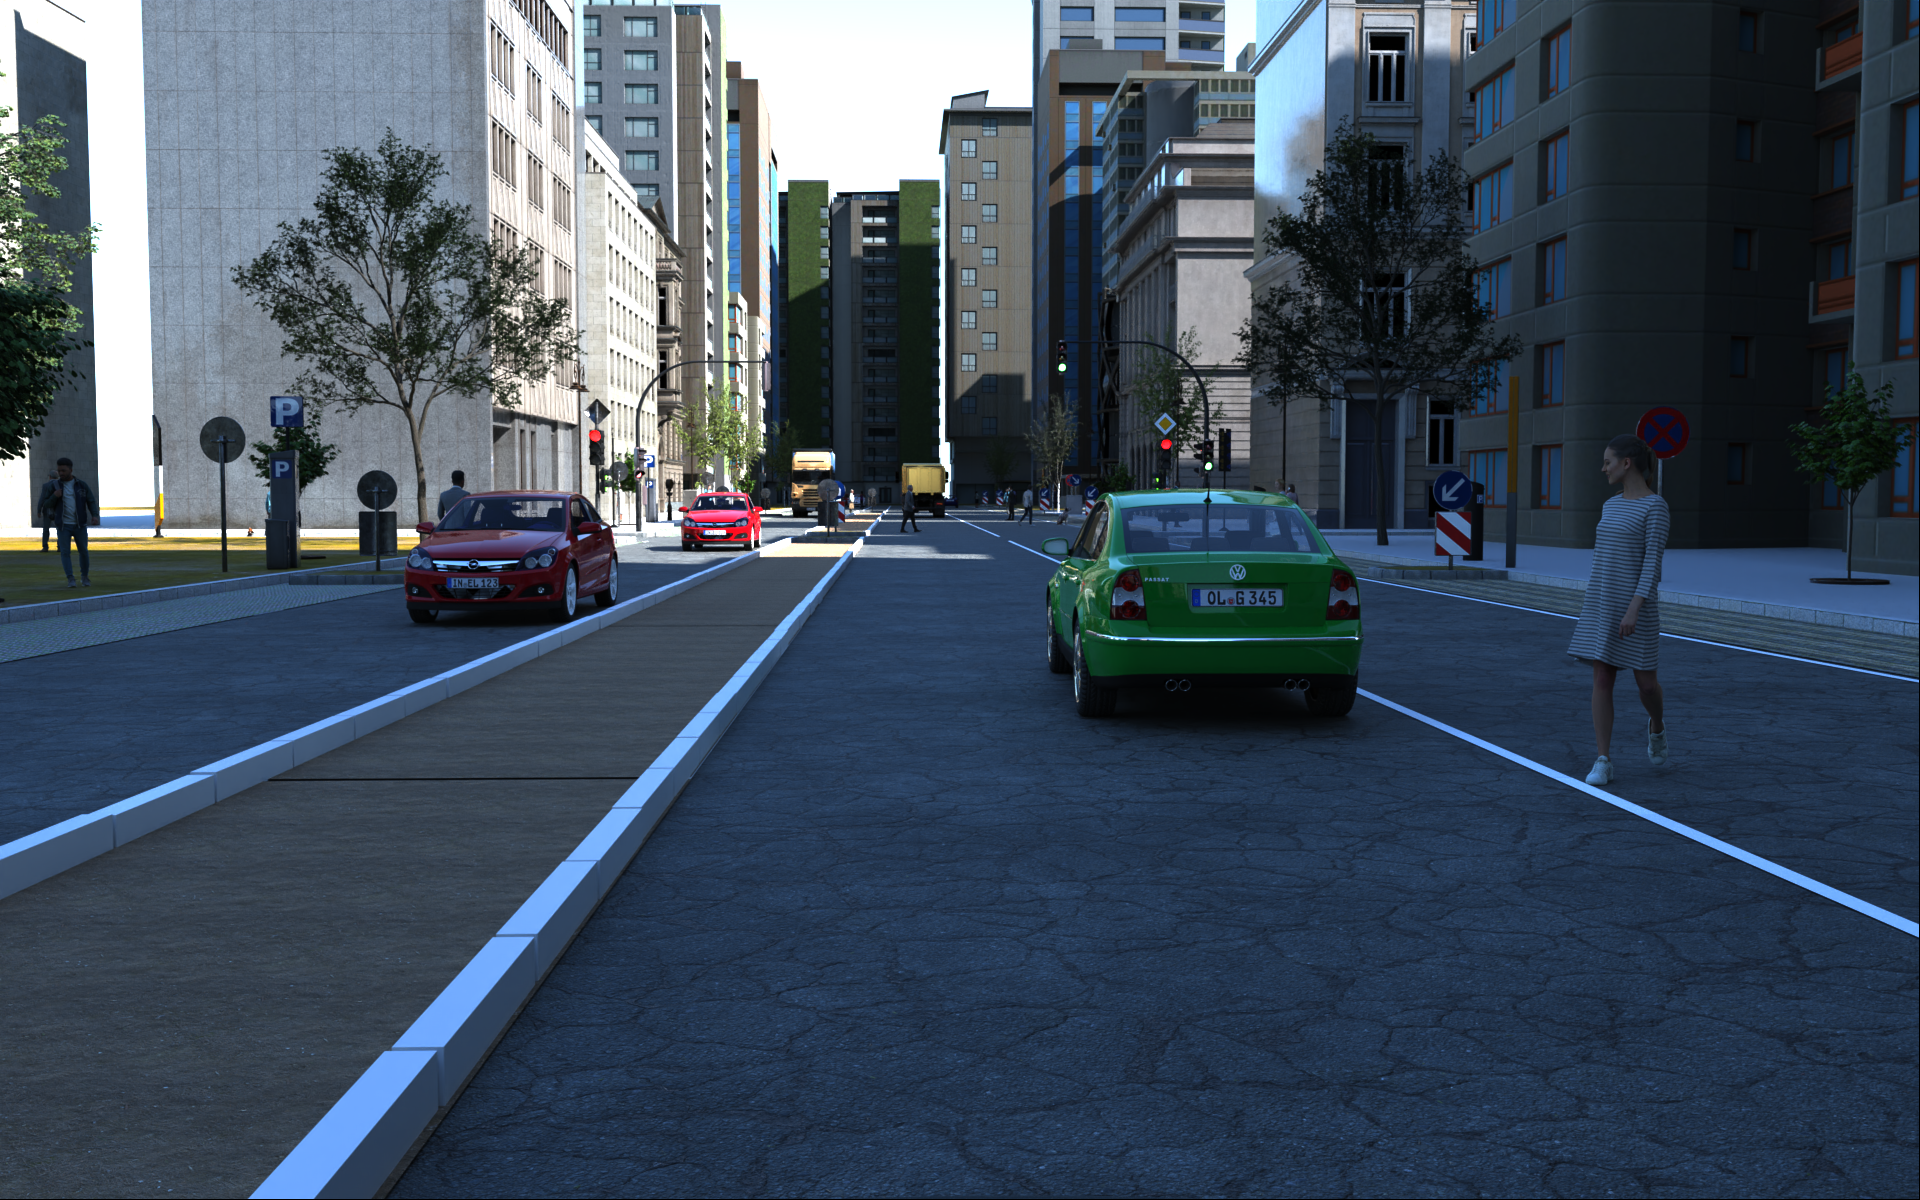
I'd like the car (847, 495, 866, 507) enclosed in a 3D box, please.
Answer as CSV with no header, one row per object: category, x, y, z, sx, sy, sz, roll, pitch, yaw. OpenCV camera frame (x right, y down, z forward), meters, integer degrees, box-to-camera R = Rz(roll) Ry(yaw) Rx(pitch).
car,-11.469,-11.015,192.452,2.083,1.381,4.827,0,4,0

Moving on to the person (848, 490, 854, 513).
person,-8.133,-7.358,129.294,0.515,1.767,0.782,0,4,6

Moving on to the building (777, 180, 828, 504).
building,-23.742,-33.267,227.512,14.086,41.232,14.154,0,4,-2

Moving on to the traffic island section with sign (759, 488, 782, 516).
traffic island section with sign,-12.463,-6.291,111.487,1.989,1.847,2.006,0,4,-2

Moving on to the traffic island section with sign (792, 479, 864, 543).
traffic island section with sign,-3.954,-2.655,51.549,2.006,1.907,1.989,0,4,-2

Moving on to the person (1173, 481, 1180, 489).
person,8.414,-3.722,67.087,0.419,1.800,0.721,1,4,9

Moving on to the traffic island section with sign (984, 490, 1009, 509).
traffic island section with sign,3.537,-9.342,161.375,1.989,1.847,2.006,0,4,-2

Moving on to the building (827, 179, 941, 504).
building,-9.637,-33.246,227.173,14.086,41.232,14.154,0,4,-2

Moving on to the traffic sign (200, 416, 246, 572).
traffic sign,-12.105,-1.733,28.441,0.768,2.556,0.104,0,4,3

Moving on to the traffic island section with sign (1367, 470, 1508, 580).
traffic island section with sign,8.108,-1.291,29.732,1.989,1.847,2.006,0,4,-2

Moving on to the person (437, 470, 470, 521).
person,-7.659,-1.074,26.329,0.678,1.792,0.850,1,4,13

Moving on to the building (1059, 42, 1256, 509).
building,25.521,-28.234,153.511,32.217,40.220,23.993,0,4,-2

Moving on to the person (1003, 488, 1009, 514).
person,3.367,-6.971,122.341,0.638,1.841,0.748,1,4,13

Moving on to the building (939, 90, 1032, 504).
building,11.170,-39.487,234.854,27.495,52.752,28.713,0,4,-2

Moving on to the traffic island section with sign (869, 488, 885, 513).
traffic island section with sign,-6.819,-7.701,134.045,2.006,1.907,1.989,0,4,-2

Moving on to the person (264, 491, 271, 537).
person,-20.966,-2.711,52.852,0.660,1.820,0.620,1,4,17

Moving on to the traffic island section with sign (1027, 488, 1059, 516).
traffic island section with sign,5.267,-6.281,111.326,1.989,1.847,2.006,0,4,-2

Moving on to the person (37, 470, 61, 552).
person,-20.076,-1.961,38.286,0.590,1.801,0.661,3,5,39

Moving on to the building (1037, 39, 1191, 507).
building,15.130,-31.943,172.381,14.600,45.320,14.200,0,4,-2

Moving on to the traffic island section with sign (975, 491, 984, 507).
traffic island section with sign,2.597,-10.991,188.336,1.989,1.847,2.006,0,4,-2

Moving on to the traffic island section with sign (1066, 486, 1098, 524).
traffic island section with sign,6.215,-4.626,84.265,1.989,1.847,2.006,0,4,-2

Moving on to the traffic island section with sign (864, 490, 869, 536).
traffic island section with sign,-4.201,-3.108,58.952,2.006,1.907,1.989,0,4,-2

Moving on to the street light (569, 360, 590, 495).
street light,-12.963,-5.279,59.103,0.468,5.910,1.993,0,4,-2

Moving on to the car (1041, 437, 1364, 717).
car,1.609,-0.228,12.524,1.959,1.807,4.718,0,4,-1

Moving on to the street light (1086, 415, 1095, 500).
street light,7.641,-7.879,101.605,0.468,5.910,1.993,0,4,-2

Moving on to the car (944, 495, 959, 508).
car,-1.053,-10.160,178.693,1.945,1.354,3.894,0,4,-1

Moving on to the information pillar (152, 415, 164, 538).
information pillar,-23.582,-3.643,50.912,0.183,3.616,0.504,-3,5,-45

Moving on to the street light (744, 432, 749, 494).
street light,-15.276,-9.284,124.579,0.468,5.910,1.993,0,4,-2

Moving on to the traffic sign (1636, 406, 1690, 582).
traffic sign,10.203,-1.536,25.226,0.768,2.556,0.104,0,4,3

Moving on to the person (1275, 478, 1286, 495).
person,7.155,-1.817,38.568,0.624,1.780,0.694,1,4,22

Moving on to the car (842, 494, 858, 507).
car,-12.490,-11.584,198.443,2.155,1.783,4.494,0,4,0

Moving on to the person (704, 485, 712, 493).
person,-14.897,-5.910,102.537,0.638,1.841,0.748,-1,4,-14

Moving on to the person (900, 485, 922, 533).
person,-1.816,-3.406,64.589,0.834,1.777,0.661,0,4,-8

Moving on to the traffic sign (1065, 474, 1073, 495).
traffic sign,7.235,-6.885,112.678,0.768,2.556,0.104,0,4,3

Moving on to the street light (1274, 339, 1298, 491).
street light,9.296,-4.700,49.629,0.468,5.910,1.993,0,4,-2

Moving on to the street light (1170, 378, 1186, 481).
street light,8.658,-5.877,68.872,0.468,5.910,1.993,0,4,-2

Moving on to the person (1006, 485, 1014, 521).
person,2.712,-5.261,93.876,0.474,1.900,0.648,0,4,-3

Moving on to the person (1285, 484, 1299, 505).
person,10.471,-2.768,54.343,0.593,1.750,0.643,-2,4,-32

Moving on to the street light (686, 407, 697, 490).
street light,-14.248,-7.295,92.061,0.468,5.910,1.993,0,4,-2

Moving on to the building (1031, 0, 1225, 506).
building,18.518,-39.833,193.274,21.231,58.520,28.212,0,4,-2

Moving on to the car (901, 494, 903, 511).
car,-3.966,-8.573,148.840,2.281,1.827,5.304,0,4,-2

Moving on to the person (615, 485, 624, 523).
person,-15.438,-4.379,78.201,0.524,1.755,0.480,0,4,5

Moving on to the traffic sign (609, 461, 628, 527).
traffic sign,-13.340,-4.135,67.710,0.768,2.556,0.104,0,4,3

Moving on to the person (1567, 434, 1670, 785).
person,3.360,0.031,8.740,0.466,1.731,0.760,3,4,37

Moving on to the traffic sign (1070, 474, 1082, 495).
traffic sign,7.480,-6.848,112.063,0.768,2.556,0.104,0,4,8

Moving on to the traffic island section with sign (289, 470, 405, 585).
traffic island section with sign,-9.568,-1.191,28.105,1.989,1.847,2.006,0,4,-2

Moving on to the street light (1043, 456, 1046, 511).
street light,6.556,-9.868,134.121,0.468,5.910,1.993,0,4,-2

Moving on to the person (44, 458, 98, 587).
person,-12.272,-1.071,23.903,0.623,1.781,0.721,-3,5,-40

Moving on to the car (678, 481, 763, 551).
car,-6.165,-2.195,44.936,2.155,1.783,4.494,0,4,-3

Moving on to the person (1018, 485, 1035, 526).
person,2.996,-4.218,77.306,0.795,1.843,0.661,-2,4,-33

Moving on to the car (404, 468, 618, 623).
car,-5.268,-0.712,20.674,2.155,1.783,4.494,0,4,-2

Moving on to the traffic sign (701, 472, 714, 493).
traffic sign,-14.571,-6.099,99.818,0.768,2.556,0.104,0,4,5

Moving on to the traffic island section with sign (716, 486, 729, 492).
traffic island section with sign,-11.515,-4.629,84.307,1.989,1.847,2.006,0,4,-2
